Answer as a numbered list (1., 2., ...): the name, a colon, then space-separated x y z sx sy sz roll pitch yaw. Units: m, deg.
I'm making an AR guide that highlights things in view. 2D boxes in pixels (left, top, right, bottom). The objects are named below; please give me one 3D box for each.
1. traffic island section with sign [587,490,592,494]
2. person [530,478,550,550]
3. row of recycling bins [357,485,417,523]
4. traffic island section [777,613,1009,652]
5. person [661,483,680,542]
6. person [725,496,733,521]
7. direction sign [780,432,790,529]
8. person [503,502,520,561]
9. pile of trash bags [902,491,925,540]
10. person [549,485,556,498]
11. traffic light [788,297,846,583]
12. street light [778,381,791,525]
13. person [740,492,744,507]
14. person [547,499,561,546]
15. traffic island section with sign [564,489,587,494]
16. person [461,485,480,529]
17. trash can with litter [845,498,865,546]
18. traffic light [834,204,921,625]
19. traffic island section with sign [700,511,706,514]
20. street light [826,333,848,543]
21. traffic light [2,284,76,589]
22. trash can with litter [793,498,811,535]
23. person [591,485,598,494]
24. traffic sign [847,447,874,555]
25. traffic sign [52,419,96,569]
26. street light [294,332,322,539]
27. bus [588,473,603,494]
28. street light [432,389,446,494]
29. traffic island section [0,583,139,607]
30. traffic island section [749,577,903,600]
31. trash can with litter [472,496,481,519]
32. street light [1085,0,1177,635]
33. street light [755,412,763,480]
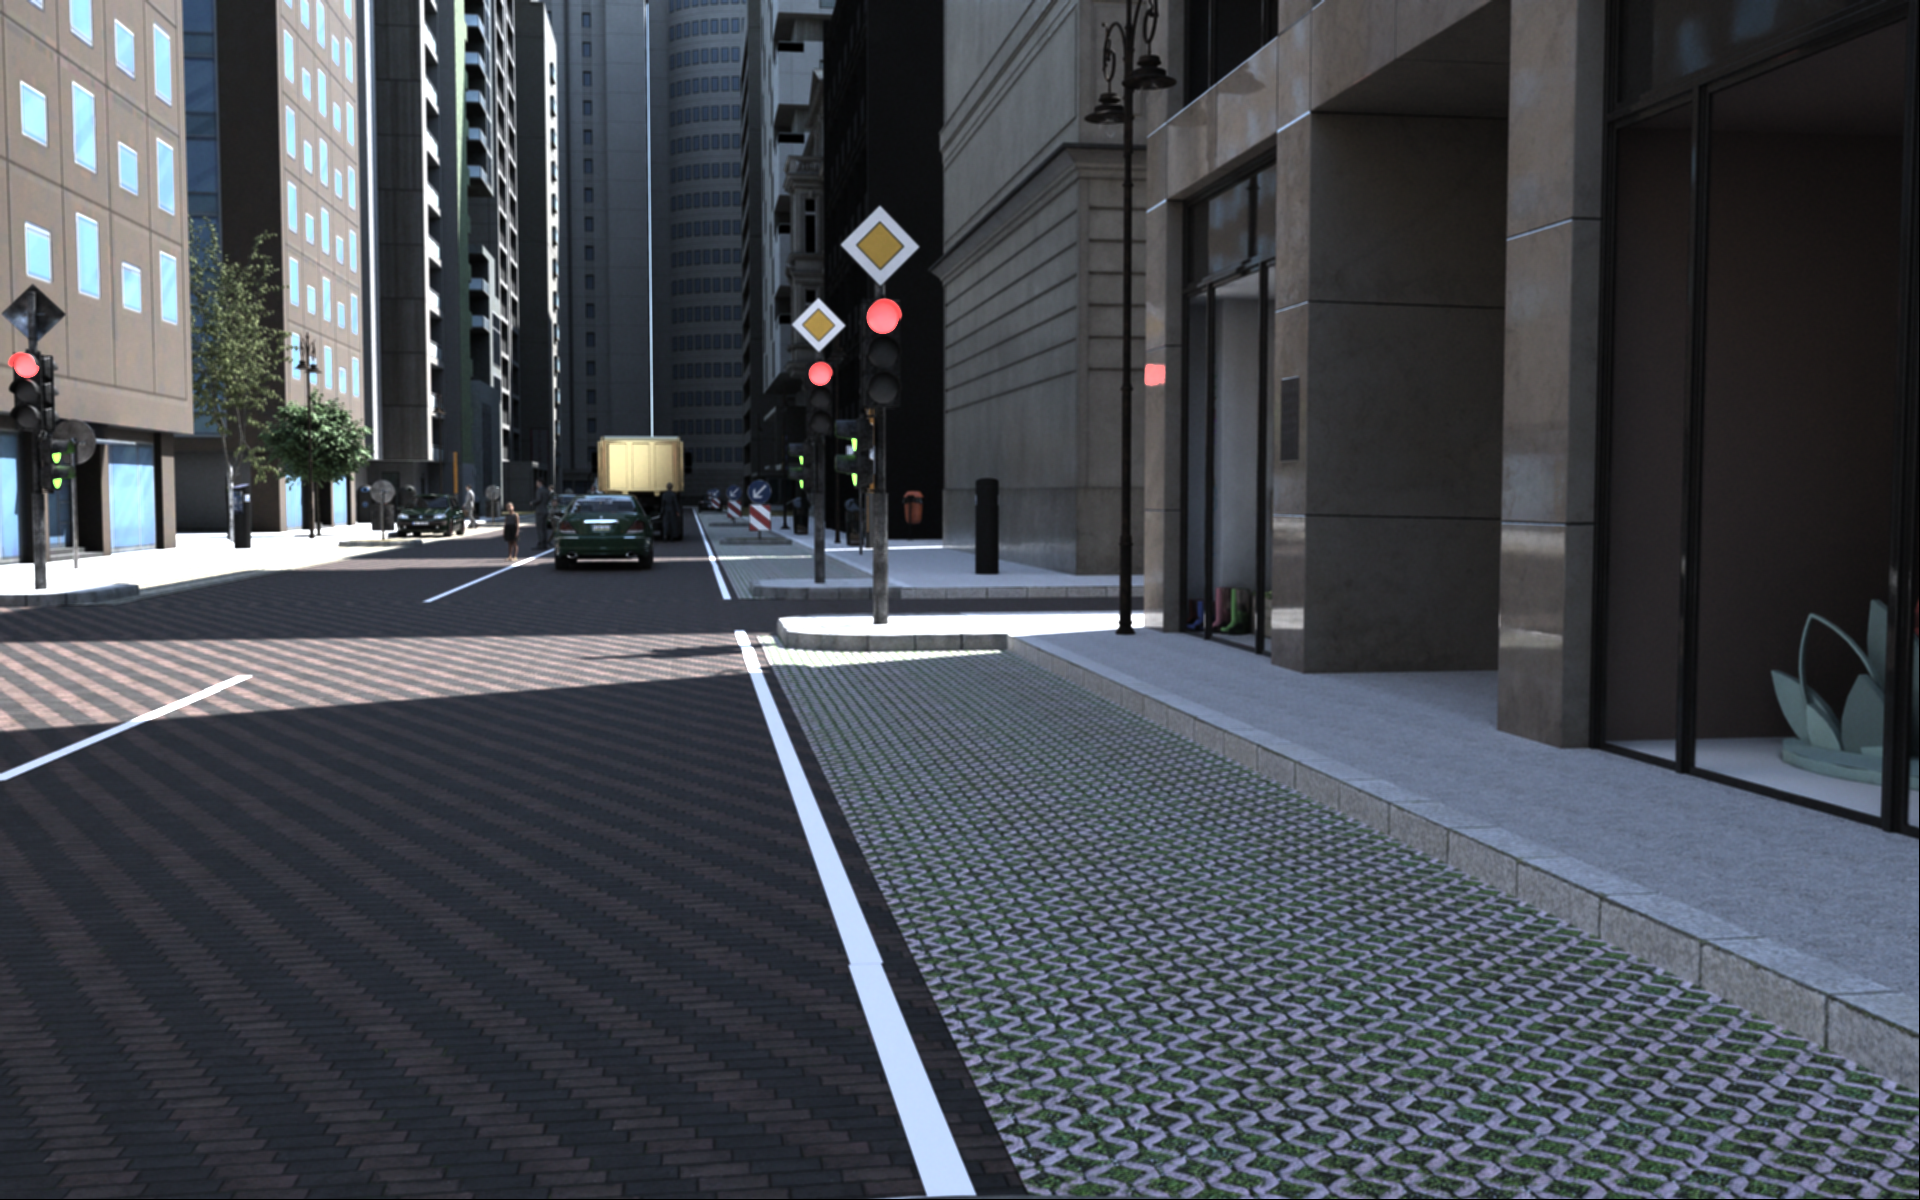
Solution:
1. traffic island section with sign: -32.122 -8.691 150.731 1.989 1.847 2.006 -1 4 -9
2. person: -10.904 -2.234 44.826 0.447 1.846 0.655 1 4 11
3. row of recycling bins: -26.018 -4.281 77.108 3.534 1.692 1.069 -1 4 -13
4. traffic island section: -0.761 0.317 17.101 2.009 0.180 2.903 -1 4 -9
5. person: -8.633 -2.612 51.630 0.576 1.772 0.534 0 4 -7
6. person: -12.328 -5.133 92.990 0.524 1.755 0.480 -1 4 -20
7. direction sign: -6.417 -4.373 63.504 0.379 3.537 0.876 -1 4 -20
8. person: -9.579 -1.456 36.978 0.362 1.253 0.373 2 4 24
9. pile of trash bags: 0.022 -2.316 47.623 3.447 1.369 1.912 1 4 20
10. person: -19.283 -4.497 81.807 0.755 1.850 0.659 -1 4 -21
11. traffic light: -2.043 -2.199 24.870 0.839 4.253 0.868 -1 4 -9
12. street light: -7.176 -5.998 70.848 0.468 5.910 1.993 -1 4 -9
13. person: -22.195 -10.364 178.675 1.217 1.735 0.721 1 4 20
14. person: -11.118 -2.130 47.601 0.640 1.303 0.475 1 4 20
15. traffic island section with sign: -27.924 -7.053 123.940 1.989 1.847 2.006 -1 4 -9
16. person: -20.136 -3.822 71.104 0.853 1.813 0.709 0 4 -8
17. trash can with litter: -2.539 -1.942 43.144 0.624 1.170 1.055 -1 4 -9
18. traffic light: -0.802 -1.716 16.981 0.839 4.253 0.868 -1 4 -9
19. traffic island section with sign: -17.933 -7.198 126.323 1.989 1.847 2.006 -1 4 -9
20. street light: -3.207 -4.430 45.216 0.468 5.910 1.993 -1 4 -9
21. traffic light: -12.375 -2.099 23.235 0.839 4.253 0.868 -1 4 -9
22. trash can with litter: -4.998 -2.677 55.164 0.624 1.170 1.055 -1 4 -11
23. person: -14.396 -3.610 67.918 0.834 1.777 0.661 -2 4 -32
24. traffic sign: -2.097 -2.107 36.572 0.606 2.300 0.079 0 4 -4
25. traffic sign: -15.103 -1.799 29.517 0.768 2.556 0.104 0 4 0
26. street light: -18.622 -4.697 49.591 0.468 5.910 1.993 -1 4 -9
27. bus: -26.266 -8.541 131.195 2.896 3.916 12.252 0 4 -8
28. street light: -22.786 -6.309 75.946 0.468 5.910 1.993 -1 4 -9
29. traffic island section: -12.416 -0.066 23.363 2.009 0.180 2.903 -1 4 -9
30. traffic island section: -2.001 -0.166 24.990 2.009 0.180 2.903 -1 4 -9
31. trash can with litter: -24.523 -4.673 87.797 0.624 1.170 1.055 -1 4 -23
32. street light: 1.516 -2.625 15.703 0.468 5.910 1.993 -1 4 -9
33. street light: -11.362 -7.655 97.940 0.468 5.910 1.993 -1 4 -9
